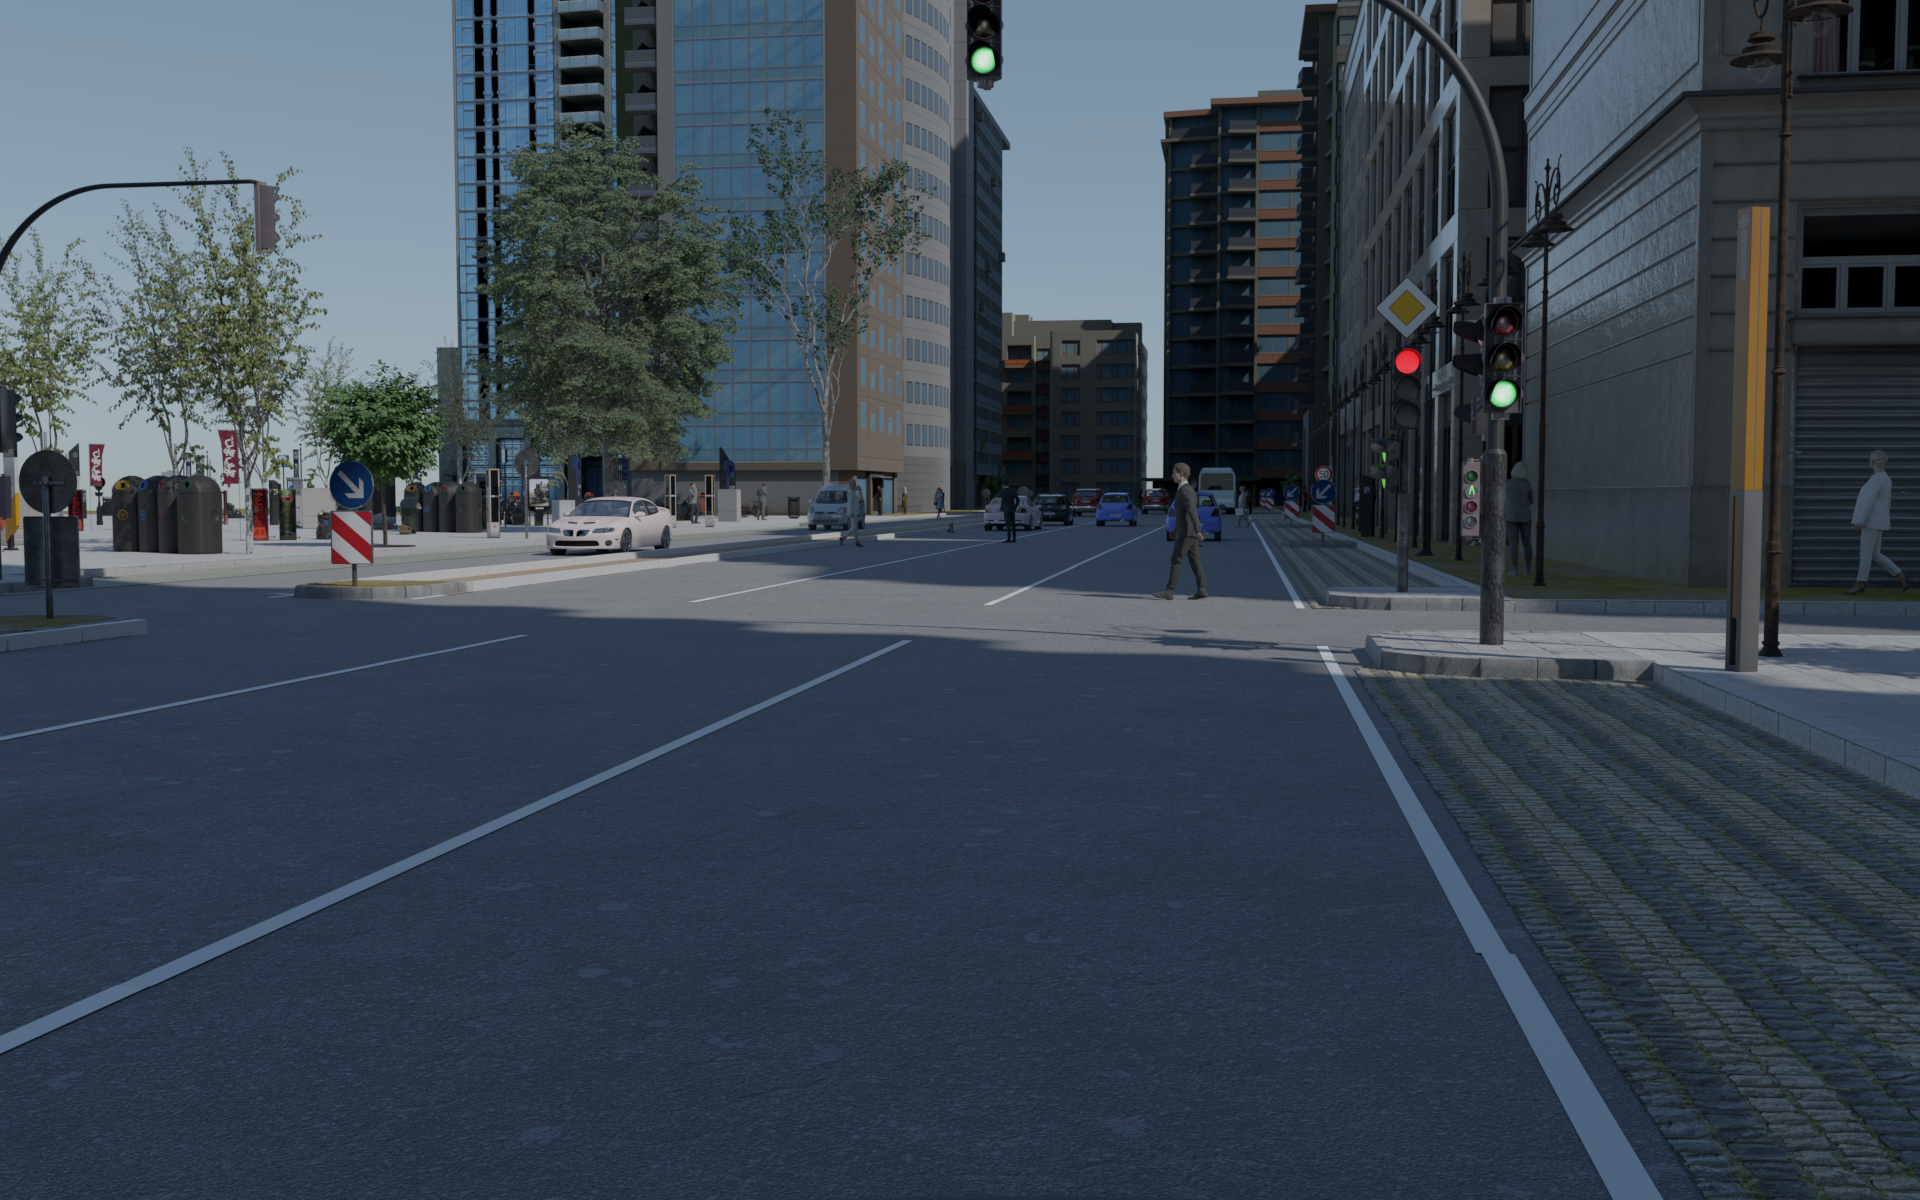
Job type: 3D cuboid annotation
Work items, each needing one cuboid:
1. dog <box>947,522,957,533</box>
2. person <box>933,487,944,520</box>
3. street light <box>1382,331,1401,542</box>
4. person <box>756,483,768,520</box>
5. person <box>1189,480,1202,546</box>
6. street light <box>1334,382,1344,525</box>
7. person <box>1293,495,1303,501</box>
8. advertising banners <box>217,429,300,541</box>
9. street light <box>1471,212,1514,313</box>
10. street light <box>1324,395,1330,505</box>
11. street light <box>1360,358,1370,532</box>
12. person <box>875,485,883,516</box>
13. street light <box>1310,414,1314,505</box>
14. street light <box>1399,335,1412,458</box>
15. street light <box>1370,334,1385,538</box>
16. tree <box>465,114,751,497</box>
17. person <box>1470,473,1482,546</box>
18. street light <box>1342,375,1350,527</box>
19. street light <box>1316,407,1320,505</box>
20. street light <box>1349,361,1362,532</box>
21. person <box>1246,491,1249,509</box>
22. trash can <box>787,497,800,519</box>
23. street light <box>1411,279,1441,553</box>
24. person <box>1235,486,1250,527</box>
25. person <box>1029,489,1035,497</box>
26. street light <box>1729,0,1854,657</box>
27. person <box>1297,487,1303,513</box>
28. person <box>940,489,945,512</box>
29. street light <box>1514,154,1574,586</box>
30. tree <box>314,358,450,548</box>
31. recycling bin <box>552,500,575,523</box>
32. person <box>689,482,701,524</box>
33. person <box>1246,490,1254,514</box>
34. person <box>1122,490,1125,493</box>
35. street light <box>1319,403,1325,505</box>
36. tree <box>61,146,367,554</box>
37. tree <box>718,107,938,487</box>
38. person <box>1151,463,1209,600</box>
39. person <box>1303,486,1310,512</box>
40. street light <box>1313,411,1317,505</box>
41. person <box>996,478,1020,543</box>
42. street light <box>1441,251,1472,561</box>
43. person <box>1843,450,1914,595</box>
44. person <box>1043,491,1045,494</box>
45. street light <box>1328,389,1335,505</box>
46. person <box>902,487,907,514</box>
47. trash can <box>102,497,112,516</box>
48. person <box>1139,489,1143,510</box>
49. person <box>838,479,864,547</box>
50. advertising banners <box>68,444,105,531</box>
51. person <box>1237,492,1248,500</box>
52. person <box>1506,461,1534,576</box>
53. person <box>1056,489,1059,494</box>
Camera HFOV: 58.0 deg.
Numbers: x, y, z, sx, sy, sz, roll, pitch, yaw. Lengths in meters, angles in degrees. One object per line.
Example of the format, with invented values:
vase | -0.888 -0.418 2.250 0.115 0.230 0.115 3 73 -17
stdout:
dog | -0.256 -2.678 63.978 0.550 0.427 0.748 2 4 32
person | -1.210 -5.323 95.626 0.616 1.811 0.778 -1 4 -21
street light | 11.600 -4.469 45.848 0.468 5.910 1.993 1 4 9
person | -9.732 -4.858 85.277 0.655 1.846 0.447 2 4 35
person | 6.321 -2.379 47.415 0.654 1.822 0.581 1 4 15
street light | 14.946 -5.776 67.225 0.468 5.910 1.993 1 4 9
person | 23.757 -7.078 122.447 1.217 1.739 0.721 0 4 -6
advertising banners | -19.191 -3.134 47.431 2.074 3.025 0.090 -2 4 -34
street light | 8.853 -3.416 28.636 0.468 5.910 1.993 1 4 9
street light | 16.224 -6.257 75.093 0.468 5.910 1.993 1 4 9
street light | 13.095 -5.021 54.886 0.468 5.910 1.993 1 4 9
person | -4.767 -5.887 102.311 0.705 1.821 1.348 -1 4 -16
street light | 18.991 -7.285 91.894 0.468 5.910 1.993 1 4 9
street light | 10.896 -4.193 41.340 0.468 5.910 1.993 1 4 9
street light | 12.272 -4.735 50.199 0.468 5.910 1.993 1 4 9
tree | -11.827 -9.272 58.250 9.857 13.997 8.962 0 3 0
person | 12.848 -2.261 42.864 0.661 1.843 0.795 2 4 30
street light | 14.343 -5.520 63.034 0.468 5.910 1.993 1 4 9
street light | 17.514 -6.738 82.960 0.468 5.910 1.993 1 4 9
street light | 13.627 -5.263 58.837 0.468 5.910 1.993 1 4 9
person | 27.960 -9.728 168.285 0.721 1.736 1.217 1 4 9
trash can | -8.693 -4.830 90.627 0.748 1.137 0.748 0 3 0
street light | 10.159 -3.953 37.422 0.468 5.910 1.993 1 4 9
person | 12.167 -4.014 74.478 0.624 1.780 0.694 2 4 35
person | 7.055 -10.282 174.087 0.705 1.831 1.348 -3 5 -41
street light | 6.415 -2.492 13.529 0.468 5.910 1.993 1 4 9
person | 22.746 -6.686 115.872 0.721 1.766 1.217 1 4 22
person | -1.271 -6.957 121.256 0.415 1.643 0.593 1 4 19
street light | 8.090 -3.133 24.008 0.468 5.910 1.993 1 4 9
tree | -13.955 -3.570 42.080 4.285 4.588 4.351 0 3 0
recycling bin | -16.252 -3.573 70.974 0.722 1.027 0.722 -3 5 -40
person | -11.463 -4.197 74.844 0.473 1.802 0.592 2 4 29
person | 20.325 -6.879 121.692 0.721 1.735 1.217 3 4 36
person | 15.123 -9.304 160.616 0.705 1.824 1.348 -3 5 -45
street light | 16.804 -6.498 79.037 0.468 5.910 1.993 1 4 9
tree | -15.285 -5.275 36.606 4.737 8.622 4.395 0 3 0
tree | -8.278 -14.182 87.757 12.611 20.169 13.585 0 3 0
person | 2.988 -0.925 23.409 0.755 1.850 0.659 1 4 19
person | 24.159 -7.038 121.059 0.705 1.831 1.348 2 4 27
street light | 18.379 -7.040 87.889 0.468 5.910 1.993 1 4 9
person | 1.403 -2.639 51.011 0.648 1.900 0.474 -2 4 -31
street light | 9.597 -3.692 33.157 0.468 5.910 1.993 1 4 9
person | 11.683 -0.982 21.981 0.818 1.842 0.514 1 4 21
person | 8.214 -9.652 167.105 1.217 1.735 0.721 -3 4 -39
street light | 15.573 -6.017 71.161 0.468 5.910 1.993 1 4 9
person | -3.620 -6.355 110.684 0.721 1.736 1.217 0 4 -4
trash can | -49.776 -5.479 101.228 0.748 1.137 0.748 0 3 0
person | 16.778 -9.308 160.310 0.705 1.869 1.348 1 4 18
person | -2.950 -2.348 46.772 0.818 1.842 0.514 -2 4 -28
advertising banners | -30.545 -3.885 59.702 2.074 3.025 0.090 -3 5 -42
person | 26.816 -9.603 165.474 1.348 1.831 0.705 1 4 17
person | 8.796 -1.296 27.414 0.537 1.800 0.526 1 4 16
person | 6.991 -7.046 123.692 0.705 1.826 1.348 1 4 22
